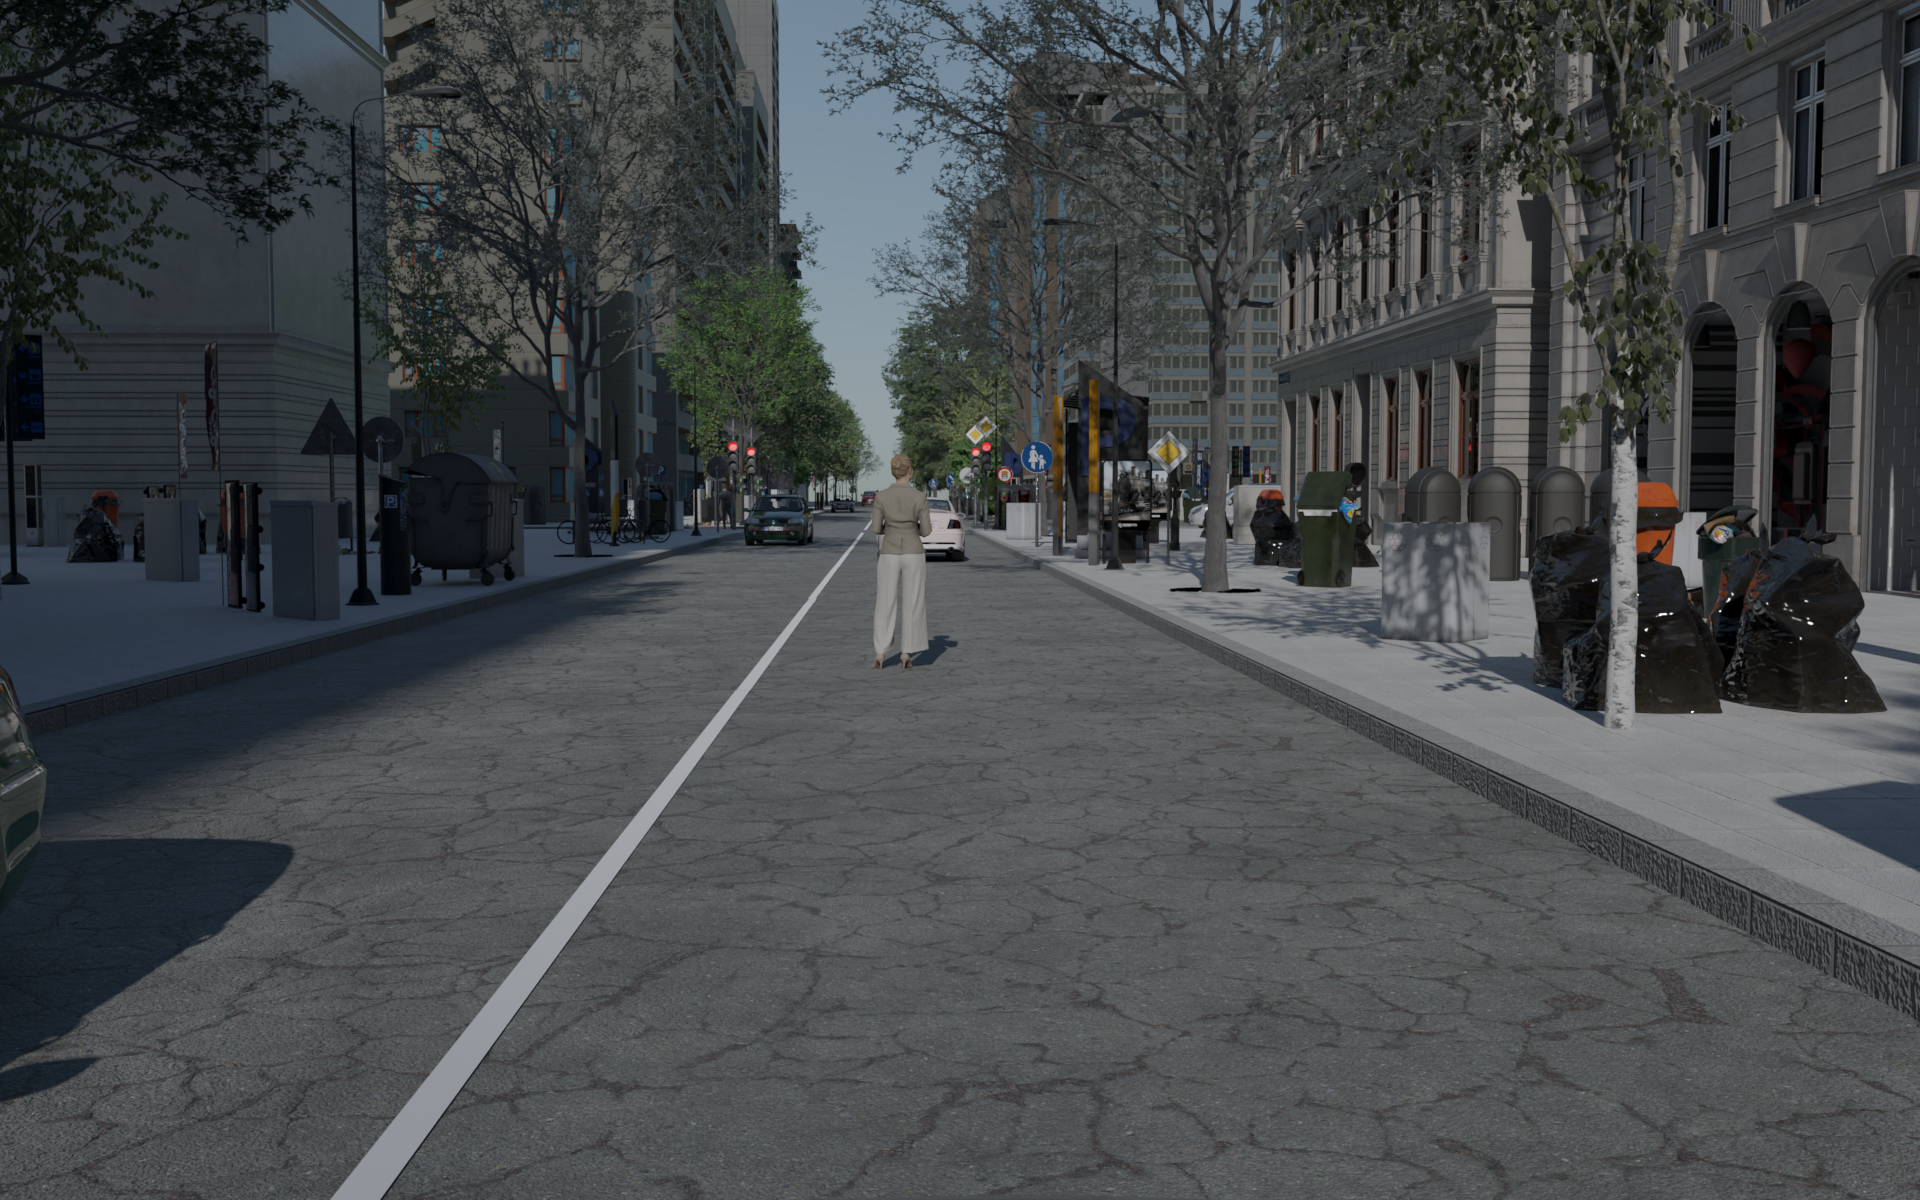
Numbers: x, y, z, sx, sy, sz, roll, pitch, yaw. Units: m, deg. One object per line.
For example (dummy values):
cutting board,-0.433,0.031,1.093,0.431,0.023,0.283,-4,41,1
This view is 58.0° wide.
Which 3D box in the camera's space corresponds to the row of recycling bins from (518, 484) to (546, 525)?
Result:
row of recycling bins,-18.078,-4.048,73.297,1.069,1.692,3.534,-1,4,-19

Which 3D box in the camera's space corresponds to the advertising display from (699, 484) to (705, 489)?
advertising display,-17.010,-6.667,114.226,0.123,1.923,0.974,-1,4,-23

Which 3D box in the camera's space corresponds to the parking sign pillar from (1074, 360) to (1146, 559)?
parking sign pillar,2.999,-2.818,34.543,1.447,3.967,1.447,0,4,7

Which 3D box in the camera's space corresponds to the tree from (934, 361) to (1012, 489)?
tree,0.915,-8.912,96.076,4.737,8.622,4.395,0,3,0

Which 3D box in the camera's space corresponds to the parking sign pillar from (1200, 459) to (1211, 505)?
parking sign pillar,18.943,-8.810,132.511,1.447,3.967,1.447,-2,4,-32

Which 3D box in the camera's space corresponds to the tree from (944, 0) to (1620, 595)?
tree,3.384,-6.838,22.166,12.009,13.543,11.850,0,3,0

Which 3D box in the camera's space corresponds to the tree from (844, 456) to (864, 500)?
tree,-18.001,-20.568,286.656,4.360,8.622,3.978,0,3,0

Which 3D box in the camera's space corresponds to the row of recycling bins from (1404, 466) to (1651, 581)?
row of recycling bins,8.436,-1.141,25.765,3.534,1.692,1.069,1,4,9

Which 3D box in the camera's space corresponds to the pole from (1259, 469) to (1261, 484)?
pole,23.982,-8.843,138.427,0.158,3.312,0.155,0,3,0

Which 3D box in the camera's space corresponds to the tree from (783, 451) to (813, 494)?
tree,-14.250,-9.791,143.788,4.285,4.588,4.351,0,3,0

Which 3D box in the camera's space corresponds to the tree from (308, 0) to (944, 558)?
tree,-7.820,-7.613,34.851,12.009,13.543,11.850,0,3,0

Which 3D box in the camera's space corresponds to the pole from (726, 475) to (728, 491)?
pole,-19.358,-9.188,144.066,0.158,3.312,0.155,0,3,0

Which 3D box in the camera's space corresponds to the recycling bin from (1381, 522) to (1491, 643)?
recycling bin,4.215,-0.171,15.345,0.722,1.027,0.722,3,5,41

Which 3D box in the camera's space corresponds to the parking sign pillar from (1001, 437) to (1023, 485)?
parking sign pillar,2.461,-5.713,81.877,1.447,3.967,1.447,3,4,36

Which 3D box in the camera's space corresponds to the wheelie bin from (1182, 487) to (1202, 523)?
wheelie bin,10.377,-4.276,77.828,0.980,1.594,0.693,-3,4,-36

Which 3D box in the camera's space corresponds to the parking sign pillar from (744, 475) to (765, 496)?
parking sign pillar,-16.218,-9.228,139.342,1.447,3.967,1.447,-3,5,-41

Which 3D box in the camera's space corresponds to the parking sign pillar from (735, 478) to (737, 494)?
parking sign pillar,-18.212,-9.496,143.724,1.447,3.967,1.447,1,4,19

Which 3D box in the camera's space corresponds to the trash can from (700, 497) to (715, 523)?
trash can,-10.811,-3.840,74.440,0.748,1.137,0.748,0,3,0

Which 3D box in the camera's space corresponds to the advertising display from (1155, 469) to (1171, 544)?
advertising display,4.980,-2.428,44.905,0.974,1.923,0.123,0,4,-1

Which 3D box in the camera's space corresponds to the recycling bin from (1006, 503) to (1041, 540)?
recycling bin,1.796,-2.222,48.887,0.722,1.027,0.722,-3,5,-41

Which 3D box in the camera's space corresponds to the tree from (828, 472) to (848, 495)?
tree,-15.050,-16.252,216.088,4.737,8.622,4.395,0,3,0

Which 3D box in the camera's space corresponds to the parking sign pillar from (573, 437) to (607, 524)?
parking sign pillar,-15.971,-5.266,74.566,1.447,3.967,1.447,2,4,26

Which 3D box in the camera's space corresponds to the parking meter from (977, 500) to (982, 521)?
parking meter,0.889,-4.501,82.009,0.372,1.533,0.369,0,3,0

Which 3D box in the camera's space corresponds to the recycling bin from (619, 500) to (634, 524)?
recycling bin,-14.510,-3.816,74.952,0.722,1.027,0.722,-1,4,-19

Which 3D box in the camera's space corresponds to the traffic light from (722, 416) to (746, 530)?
traffic light,-8.084,-4.470,62.009,0.839,4.253,0.868,0,4,-2

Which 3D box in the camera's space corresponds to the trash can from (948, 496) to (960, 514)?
trash can,-0.398,-5.939,108.753,0.748,1.137,0.748,0,3,0

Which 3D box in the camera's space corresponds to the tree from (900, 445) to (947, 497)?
tree,-3.903,-19.170,230.429,9.611,12.733,9.660,0,3,0

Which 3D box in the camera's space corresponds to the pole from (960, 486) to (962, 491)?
pole,0.073,-8.379,130.842,0.158,3.312,0.155,0,3,0

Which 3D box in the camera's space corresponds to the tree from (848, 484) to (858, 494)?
tree,-18.143,-18.280,293.479,1.663,3.219,1.824,0,3,0

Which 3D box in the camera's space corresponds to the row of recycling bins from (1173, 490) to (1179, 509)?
row of recycling bins,12.728,-6.493,113.272,3.534,1.692,1.069,-2,4,-29

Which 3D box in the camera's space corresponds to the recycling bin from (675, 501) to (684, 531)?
recycling bin,-10.130,-2.942,60.651,0.722,1.027,0.722,1,4,11

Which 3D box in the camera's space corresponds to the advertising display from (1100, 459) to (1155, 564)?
advertising display,3.058,-1.631,31.887,0.974,1.923,0.123,-1,4,-14

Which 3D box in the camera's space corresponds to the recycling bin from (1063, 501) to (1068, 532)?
recycling bin,3.984,-2.871,59.493,0.722,1.027,0.722,2,4,23

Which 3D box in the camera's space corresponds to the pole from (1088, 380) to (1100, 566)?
pole,2.402,-2.273,31.013,0.158,3.312,0.155,0,3,0

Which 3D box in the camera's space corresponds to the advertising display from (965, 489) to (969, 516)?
advertising display,0.390,-6.000,103.306,0.123,1.923,0.974,0,4,-7

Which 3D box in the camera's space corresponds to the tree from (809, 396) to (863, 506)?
tree,-14.091,-16.510,188.062,7.486,12.596,7.792,0,3,0

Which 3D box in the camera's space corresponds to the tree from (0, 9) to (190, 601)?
tree,-11.636,-4.310,20.836,4.737,8.622,4.395,0,3,0

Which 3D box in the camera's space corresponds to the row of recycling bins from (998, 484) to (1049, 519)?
row of recycling bins,2.468,-3.998,72.478,1.069,1.692,3.534,2,4,25

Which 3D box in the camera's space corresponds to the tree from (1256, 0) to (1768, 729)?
tree,3.386,-3.602,9.249,4.360,8.622,3.978,0,3,0

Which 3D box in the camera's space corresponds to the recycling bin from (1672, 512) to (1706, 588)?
recycling bin,9.734,-0.690,23.839,0.722,1.027,0.722,-2,4,-28

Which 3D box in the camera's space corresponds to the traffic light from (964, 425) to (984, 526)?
traffic light,0.607,-4.981,70.355,0.839,4.253,0.868,0,4,-2

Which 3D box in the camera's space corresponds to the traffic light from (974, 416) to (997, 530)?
traffic light,0.920,-4.493,62.376,0.839,4.253,0.868,0,4,-2

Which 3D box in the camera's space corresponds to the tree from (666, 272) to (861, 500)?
tree,-10.513,-10.550,89.501,9.611,12.733,9.660,0,3,0

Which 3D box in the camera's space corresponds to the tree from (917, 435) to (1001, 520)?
tree,0.864,-6.313,86.938,4.285,4.588,4.351,0,3,0

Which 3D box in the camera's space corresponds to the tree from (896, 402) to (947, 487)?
tree,-2.819,-15.633,173.725,7.486,12.596,7.792,0,3,0

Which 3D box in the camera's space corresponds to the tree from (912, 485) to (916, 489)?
tree,-2.521,-12.299,184.794,4.285,4.588,4.351,0,3,0

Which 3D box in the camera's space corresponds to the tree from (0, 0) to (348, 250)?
tree,-7.914,-4.747,12.023,7.601,10.594,8.767,0,4,-3

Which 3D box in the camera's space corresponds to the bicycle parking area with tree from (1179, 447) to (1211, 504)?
bicycle parking area with tree,12.578,-7.324,106.749,8.231,4.147,9.016,2,4,25

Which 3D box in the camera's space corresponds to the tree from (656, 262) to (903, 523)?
tree,-9.566,-9.190,76.015,9.928,11.665,9.643,0,3,0

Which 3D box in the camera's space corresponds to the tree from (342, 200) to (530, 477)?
tree,-12.843,-5.646,42.667,4.737,8.622,4.395,0,3,0

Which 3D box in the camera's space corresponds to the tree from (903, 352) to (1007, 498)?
tree,-0.158,-12.173,124.782,9.928,11.665,9.643,0,3,0

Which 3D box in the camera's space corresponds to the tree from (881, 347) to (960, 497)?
tree,-2.833,-21.516,207.672,12.611,20.169,13.585,0,3,0

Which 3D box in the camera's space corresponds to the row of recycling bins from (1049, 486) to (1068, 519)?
row of recycling bins,5.570,-4.871,86.752,1.069,1.692,3.534,-3,5,-43

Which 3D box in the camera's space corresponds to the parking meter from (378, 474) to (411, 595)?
parking meter,-7.199,-0.835,22.071,0.372,1.533,0.369,0,3,0

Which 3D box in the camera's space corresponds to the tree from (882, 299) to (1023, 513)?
tree,-0.166,-12.515,111.272,9.857,13.997,8.962,0,3,0

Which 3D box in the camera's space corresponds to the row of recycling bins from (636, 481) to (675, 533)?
row of recycling bins,-10.194,-3.105,57.877,1.069,1.692,3.534,0,4,-1

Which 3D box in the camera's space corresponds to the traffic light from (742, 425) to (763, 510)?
traffic light,-8.397,-4.958,69.988,0.839,4.253,0.868,0,4,-2

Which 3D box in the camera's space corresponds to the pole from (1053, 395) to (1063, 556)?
pole,2.031,-2.571,35.874,0.158,3.312,0.155,0,3,0
